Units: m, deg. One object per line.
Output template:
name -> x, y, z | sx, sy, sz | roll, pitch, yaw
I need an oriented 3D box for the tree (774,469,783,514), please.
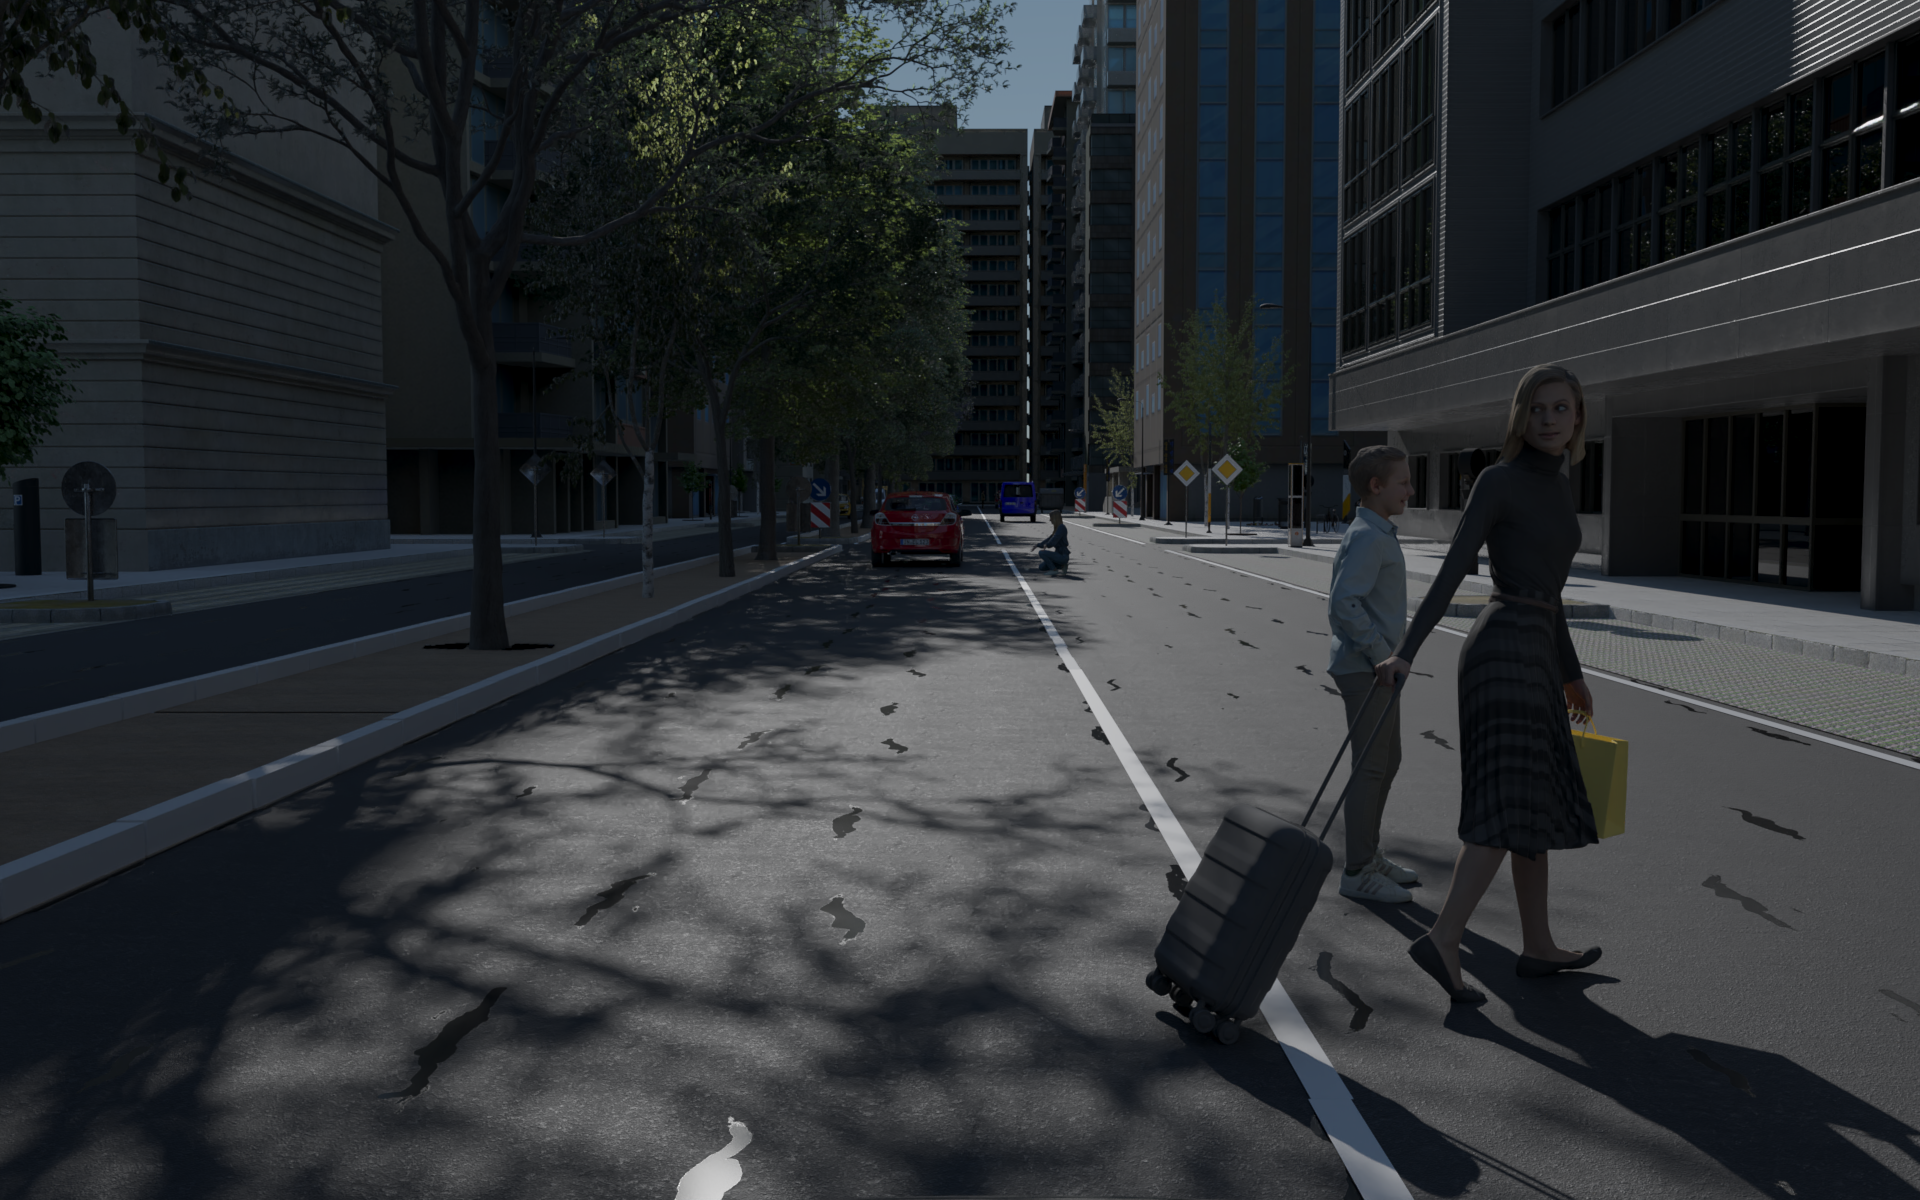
tree -> -12.188, -7.226, 112.751 | 1.663, 3.219, 1.824 | 0, 3, 0

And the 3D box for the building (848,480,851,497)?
building -> -25.272, -32.579, 224.546 | 23.993, 40.220, 32.217 | 0, 4, 0

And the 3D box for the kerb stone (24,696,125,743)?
kerb stone -> -5.334, 0.722, 10.393 | 0.120, 0.150, 1.000 | 0, 4, 0

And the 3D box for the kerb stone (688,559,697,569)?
kerb stone -> -5.197, -0.656, 32.970 | 0.120, 0.150, 1.000 | 0, 4, 0

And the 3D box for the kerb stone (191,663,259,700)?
kerb stone -> -5.324, 0.598, 12.445 | 0.120, 0.150, 1.000 | 0, 4, 0

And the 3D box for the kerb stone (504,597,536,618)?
kerb stone -> -5.273, 0.095, 20.644 | 0.120, 0.150, 1.000 | 0, 4, 0

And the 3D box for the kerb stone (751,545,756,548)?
kerb stone -> -5.150, -1.222, 42.193 | 0.120, 0.150, 1.000 | 0, 4, 0

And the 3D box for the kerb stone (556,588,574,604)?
kerb stone -> -5.263, -0.026, 22.692 | 0.120, 0.150, 1.000 | 0, 4, 0

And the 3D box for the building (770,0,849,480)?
building -> -25.784, -35.388, 167.829 | 28.713, 52.752, 27.495 | 0, 4, 0

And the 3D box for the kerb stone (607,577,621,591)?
kerb stone -> -5.242, -0.213, 25.769 | 0.120, 0.150, 1.000 | 0, 4, 0

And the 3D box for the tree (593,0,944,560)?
tree -> -4.256, -7.145, 37.402 | 7.486, 12.596, 7.792 | 0, 3, 0

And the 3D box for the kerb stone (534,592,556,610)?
kerb stone -> -5.268, 0.032, 21.666 | 0.120, 0.150, 1.000 | 0, 4, 0

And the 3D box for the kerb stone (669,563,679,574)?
kerb stone -> -5.206, -0.533, 30.915 | 0.120, 0.150, 1.000 | 0, 4, 0

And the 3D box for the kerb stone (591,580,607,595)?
kerb stone -> -5.247, -0.152, 24.739 | 0.120, 0.150, 1.000 | 0, 4, 0

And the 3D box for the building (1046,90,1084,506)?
building -> 20.622, -32.535, 186.577 | 22.147, 44.769, 28.867 | 0, 4, 0

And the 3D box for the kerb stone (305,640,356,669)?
kerb stone -> -5.313, 0.472, 14.498 | 0.120, 0.150, 1.000 | 0, 4, 0

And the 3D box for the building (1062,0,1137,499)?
building -> 21.673, -32.858, 156.834 | 23.786, 49.044, 30.456 | 0, 4, 0

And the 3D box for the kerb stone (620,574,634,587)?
kerb stone -> -5.240, -0.279, 26.805 | 0.120, 0.150, 1.000 | 0, 4, 0

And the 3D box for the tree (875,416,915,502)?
tree -> -3.936, -7.781, 80.032 | 4.737, 8.622, 4.395 | 0, 3, 0

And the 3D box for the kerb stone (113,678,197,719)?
kerb stone -> -5.330, 0.659, 11.418 | 0.120, 0.150, 1.000 | 0, 4, 0

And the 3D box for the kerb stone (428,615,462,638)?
kerb stone -> -5.288, 0.283, 17.573 | 0.120, 0.150, 1.000 | 0, 4, 0

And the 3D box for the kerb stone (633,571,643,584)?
kerb stone -> -5.232, -0.343, 27.828 | 0.120, 0.150, 1.000 | 0, 4, 0

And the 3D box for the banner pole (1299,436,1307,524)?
banner pole -> 14.766, -5.154, 74.284 | 0.863, 3.779, 0.401 | -2, 4, -34

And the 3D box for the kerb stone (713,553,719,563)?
kerb stone -> -5.183, -0.844, 36.048 | 0.120, 0.150, 1.000 | 0, 4, 0

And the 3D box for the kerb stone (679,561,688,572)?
kerb stone -> -5.207, -0.596, 31.944 | 0.120, 0.150, 1.000 | 0, 4, 0

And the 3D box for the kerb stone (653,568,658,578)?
kerb stone -> -5.224, -0.405, 28.859 | 0.120, 0.150, 1.000 | 0, 4, 0

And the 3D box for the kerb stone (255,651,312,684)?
kerb stone -> -5.316, 0.535, 13.477 | 0.120, 0.150, 1.000 | 0, 4, 0

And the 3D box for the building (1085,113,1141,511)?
building -> 16.622, -22.204, 134.741 | 14.160, 30.474, 14.107 | 0, 4, 0

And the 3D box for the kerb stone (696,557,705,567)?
kerb stone -> -5.194, -0.717, 33.992 | 0.120, 0.150, 1.000 | 0, 4, 0

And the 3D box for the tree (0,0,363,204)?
tree -> -4.291, -3.331, 7.285 | 4.360, 8.622, 3.978 | 0, 3, 0

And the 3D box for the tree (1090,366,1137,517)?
tree -> 9.619, -9.070, 98.663 | 4.360, 8.622, 3.978 | 0, 3, 0

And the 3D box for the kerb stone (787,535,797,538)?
kerb stone -> -5.083, -1.819, 51.943 | 0.120, 0.150, 1.000 | 0, 4, 0

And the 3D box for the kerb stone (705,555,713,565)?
kerb stone -> -5.190, -0.784, 35.019 | 0.120, 0.150, 1.000 | 0, 4, 0

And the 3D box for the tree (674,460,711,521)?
tree -> -12.801, -5.410, 83.058 | 1.663, 3.219, 1.824 | 0, 3, 0

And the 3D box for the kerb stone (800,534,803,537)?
kerb stone -> -5.073, -1.944, 53.988 | 0.120, 0.150, 1.000 | 0, 4, 0

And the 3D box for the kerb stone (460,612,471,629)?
kerb stone -> -5.285, 0.224, 18.596 | 0.120, 0.150, 1.000 | 0, 4, 0

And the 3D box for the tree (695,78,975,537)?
tree -> -4.088, -8.867, 54.089 | 9.857, 13.997, 8.962 | 0, 3, 0

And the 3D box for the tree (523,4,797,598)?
tree -> -4.306, -4.343, 23.824 | 4.360, 8.622, 3.978 | 0, 3, 0

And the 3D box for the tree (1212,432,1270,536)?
tree -> 8.634, -3.634, 54.016 | 1.663, 3.219, 1.824 | 0, 3, 0

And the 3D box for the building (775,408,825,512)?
building -> -25.246, -18.079, 140.635 | 27.650, 21.520, 28.899 | 0, 4, 0

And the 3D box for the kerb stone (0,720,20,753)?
kerb stone -> -5.337, 0.784, 9.371 | 0.120, 0.150, 1.000 | 0, 4, 0

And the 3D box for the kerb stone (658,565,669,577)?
kerb stone -> -5.219, -0.470, 29.888 | 0.120, 0.150, 1.000 | 0, 4, 0

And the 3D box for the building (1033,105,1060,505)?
building -> 19.425, -36.434, 219.399 | 21.600, 48.544, 21.300 | 0, 4, 0

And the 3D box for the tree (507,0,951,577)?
tree -> -3.981, -5.686, 29.832 | 8.767, 10.594, 7.601 | 0, 4, 0

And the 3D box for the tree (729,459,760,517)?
tree -> -12.210, -6.202, 95.998 | 1.663, 3.219, 1.824 | 0, 3, 0

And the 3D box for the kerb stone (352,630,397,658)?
kerb stone -> -5.302, 0.408, 15.530 | 0.120, 0.150, 1.000 | 0, 4, 0

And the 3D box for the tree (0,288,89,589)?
tree -> -13.579, -2.431, 23.465 | 4.285, 4.588, 4.351 | 0, 3, 0

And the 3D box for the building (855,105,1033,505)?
building -> -2.310, -36.438, 219.460 | 21.600, 48.544, 21.300 | 0, 4, 0

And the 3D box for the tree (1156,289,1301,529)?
tree -> 9.999, -6.884, 62.922 | 4.737, 8.622, 4.395 | 0, 3, 0

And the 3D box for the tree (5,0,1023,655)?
tree -> -4.311, -6.274, 15.406 | 12.009, 13.543, 11.850 | 0, 3, 0

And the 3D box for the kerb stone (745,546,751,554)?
kerb stone -> -5.158, -1.158, 41.166 | 0.120, 0.150, 1.000 | 0, 4, 0

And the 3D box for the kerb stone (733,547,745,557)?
kerb stone -> -5.158, -1.097, 40.136 | 0.120, 0.150, 1.000 | 0, 4, 0

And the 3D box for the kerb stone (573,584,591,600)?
kerb stone -> -5.255, -0.093, 23.713 | 0.120, 0.150, 1.000 | 0, 4, 0

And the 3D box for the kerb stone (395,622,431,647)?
kerb stone -> -5.293, 0.345, 16.551 | 0.120, 0.150, 1.000 | 0, 4, 0
